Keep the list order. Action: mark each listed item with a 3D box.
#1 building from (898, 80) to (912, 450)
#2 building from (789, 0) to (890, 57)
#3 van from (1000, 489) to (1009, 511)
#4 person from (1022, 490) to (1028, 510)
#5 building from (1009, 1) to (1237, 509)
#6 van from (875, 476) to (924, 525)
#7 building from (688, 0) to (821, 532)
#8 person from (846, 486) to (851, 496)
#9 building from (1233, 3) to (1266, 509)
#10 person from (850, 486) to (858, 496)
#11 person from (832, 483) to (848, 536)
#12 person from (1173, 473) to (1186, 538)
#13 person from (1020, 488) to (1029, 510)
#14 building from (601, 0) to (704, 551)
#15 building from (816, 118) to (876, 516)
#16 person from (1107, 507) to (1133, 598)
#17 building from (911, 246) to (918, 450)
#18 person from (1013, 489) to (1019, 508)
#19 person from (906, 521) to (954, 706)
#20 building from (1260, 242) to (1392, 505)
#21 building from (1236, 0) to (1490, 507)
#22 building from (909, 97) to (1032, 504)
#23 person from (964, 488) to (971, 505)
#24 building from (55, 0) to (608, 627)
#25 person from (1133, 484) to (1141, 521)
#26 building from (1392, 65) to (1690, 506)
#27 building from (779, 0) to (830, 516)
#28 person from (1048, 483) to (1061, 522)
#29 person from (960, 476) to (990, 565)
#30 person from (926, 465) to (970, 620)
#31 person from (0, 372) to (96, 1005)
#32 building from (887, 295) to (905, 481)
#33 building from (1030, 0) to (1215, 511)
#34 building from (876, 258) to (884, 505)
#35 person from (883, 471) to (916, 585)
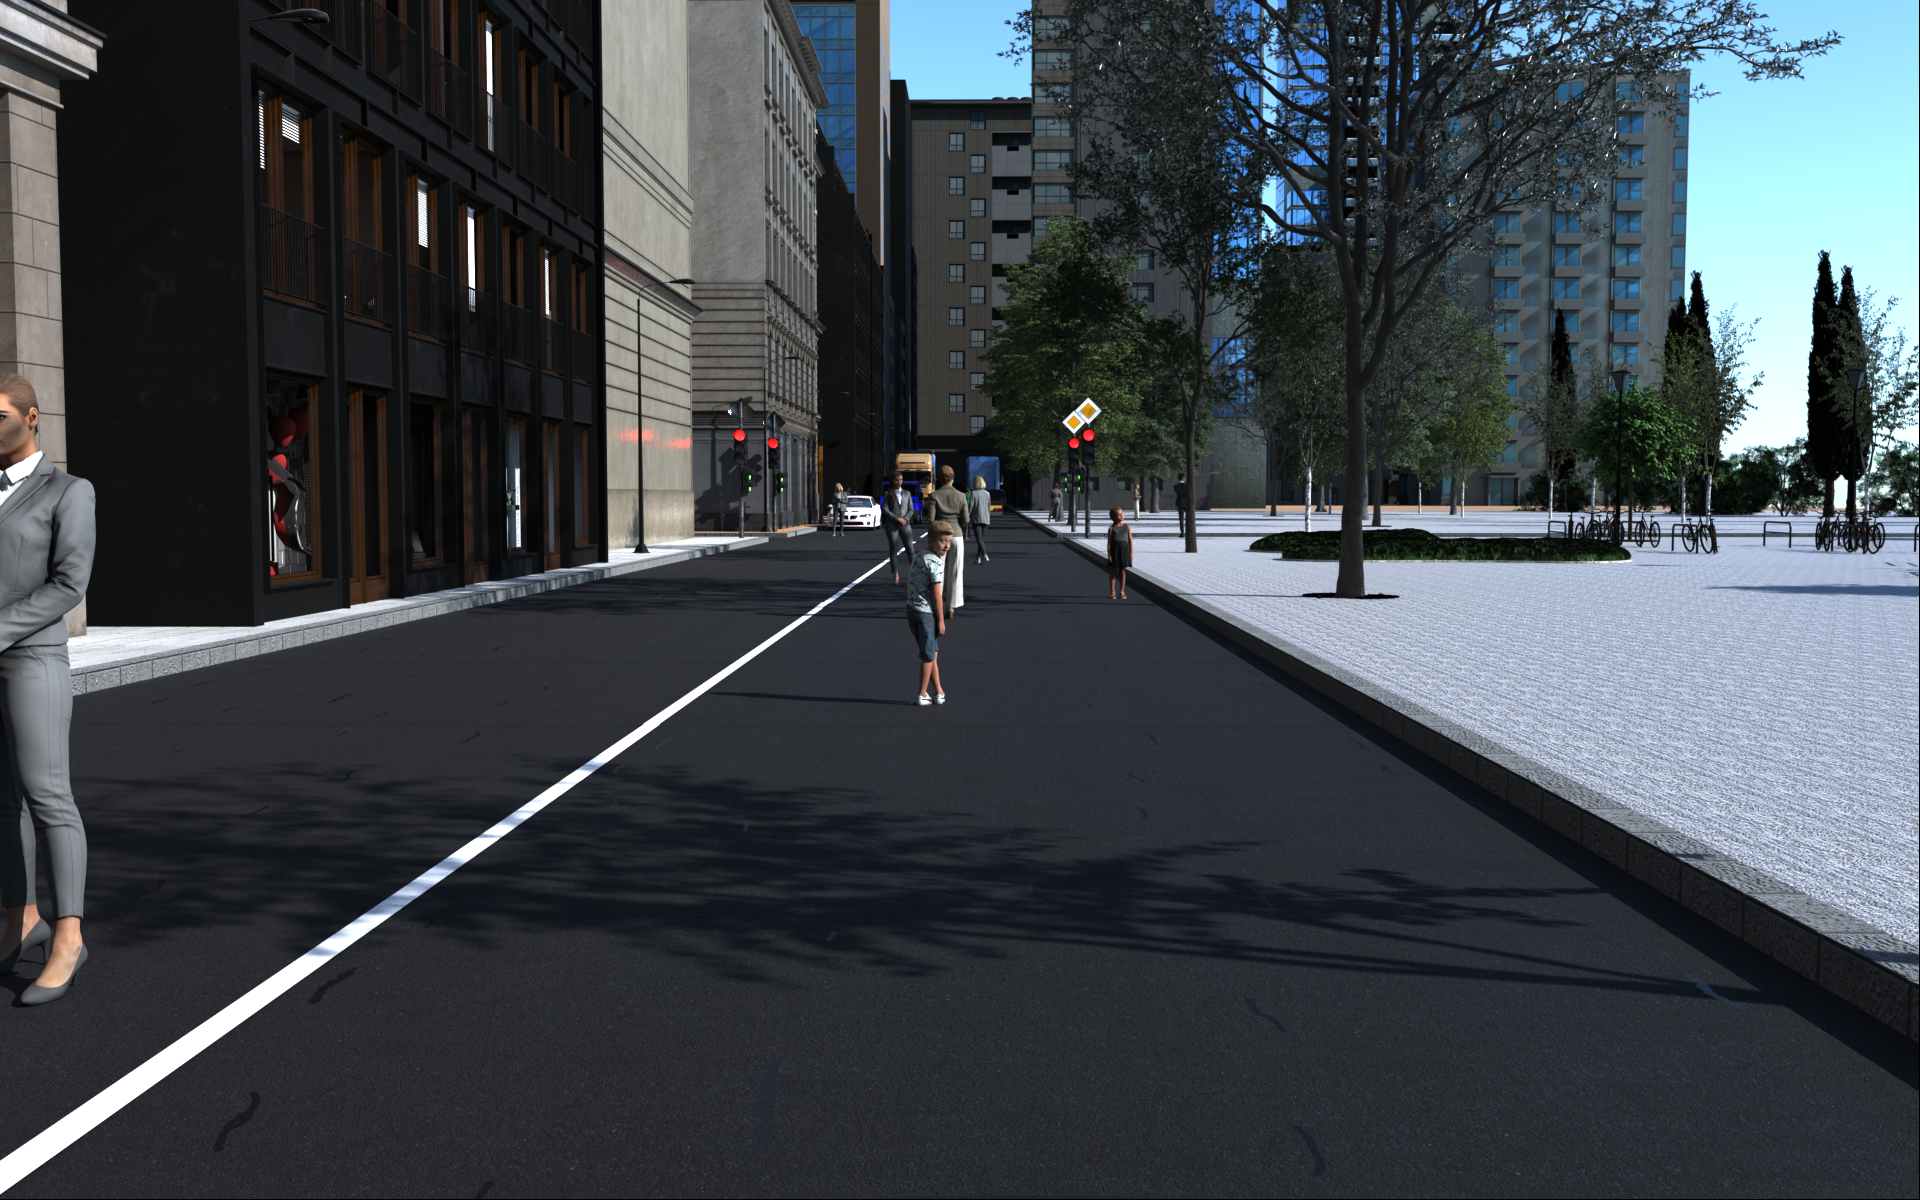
[{"bbox_3d":[-12.344,-32.673,184.318,14.600,45.320,14.200,0,4,1],"label":"building"},{"bbox_3d":[-12.952,-30.028,141.068,14.600,45.320,14.200,0,4,1],"label":"building"},{"bbox_3d":[3.248,-8.764,150.308,2.013,2.044,4.112,0,4,1],"label":"van"},{"bbox_3d":[5.180,-7.914,136.911,0.593,1.643,0.415,2,4,27],"label":"person"},{"bbox_3d":[16.939,-53.793,192.194,22.319,86.520,31.000,0,4,1],"label":"building"},{"bbox_3d":[-2.796,-4.749,82.027,2.240,2.365,5.245,0,4,1],"label":"van"},{"bbox_3d":[-11.124,-13.358,67.548,9.793,20.994,18.267,0,4,1],"label":"building"},{"bbox_3d":[-6.118,-5.392,95.205,0.522,1.701,0.512,2,4,32],"label":"person"},{"bbox_3d":[16.762,-51.901,161.251,22.319,86.520,31.000,0,4,1],"label":"building"},{"bbox_3d":[-4.665,-4.173,76.903,0.419,1.800,0.721,0,4,4],"label":"person"},{"bbox_3d":[-4.087,-3.079,59.028,0.537,1.800,0.526,0,4,5],"label":"person"},{"bbox_3d":[6.619,-2.798,51.146,0.648,1.900,0.474,0,4,8],"label":"person"},{"bbox_3d":[5.163,-8.134,139.566,0.750,1.759,0.617,0,4,0],"label":"person"},{"bbox_3d":[-22.103,-12.823,42.938,30.059,22.955,16.112,0,4,1],"label":"building"},{"bbox_3d":[-12.117,-17.026,108.054,12.332,23.373,15.834,0,4,1],"label":"building"},{"bbox_3d":[2.204,-0.653,23.844,0.362,1.253,0.373,0,4,-4],"label":"person"},{"bbox_3d":[-11.989,-26.367,202.805,14.107,30.474,14.160,0,4,1],"label":"building"},{"bbox_3d":[5.260,-9.616,163.720,0.568,1.767,0.683,0,4,4],"label":"person"},{"bbox_3d":[-0.209,0.085,11.801,0.352,1.250,0.332,1,4,9],"label":"person"},{"bbox_3d":[42.095,-26.334,202.254,14.107,30.474,14.160,0,4,1],"label":"building"},{"bbox_3d":[53.803,-55.832,225.521,31.000,86.520,22.319,0,4,1],"label":"building"},{"bbox_3d":[-0.206,-39.220,230.481,27.495,52.752,28.713,0,4,1],"label":"building"},{"bbox_3d":[0.407,-5.512,98.866,0.600,1.795,0.529,0,4,1],"label":"person"},{"bbox_3d":[-12.855,-11.884,23.983,12.332,23.373,15.834,0,4,1],"label":"building"},{"bbox_3d":[8.443,-4.643,82.500,0.362,1.759,0.519,0,4,3],"label":"person"},{"bbox_3d":[65.303,-35.262,196.140,30.456,49.044,23.786,0,4,1],"label":"building"},{"bbox_3d":[-14.473,-18.400,88.236,14.401,28.519,23.554,0,4,1],"label":"building"},{"bbox_3d":[4.339,-4.472,79.428,0.520,1.790,0.573,-1,4,-17],"label":"person"},{"bbox_3d":[0.339,-1.626,35.274,0.709,1.800,0.728,-2,4,-32],"label":"person"},{"bbox_3d":[-0.162,-0.659,19.817,0.519,1.759,0.362,-1,4,-12],"label":"person"},{"bbox_3d":[-2.801,0.228,5.043,0.520,1.790,0.573,0,4,-4],"label":"person"},{"bbox_3d":[-19.665,-19.483,163.594,27.650,21.520,28.899,0,4,1],"label":"building"},{"bbox_3d":[12.729,-27.922,140.117,14.154,41.232,14.086,0,4,1],"label":"building"},{"bbox_3d":[-12.042,-17.993,123.858,12.332,23.373,15.834,0,4,1],"label":"building"},{"bbox_3d":[-0.902,-1.123,27.142,0.520,1.790,0.573,-2,4,-35],"label":"person"}]
